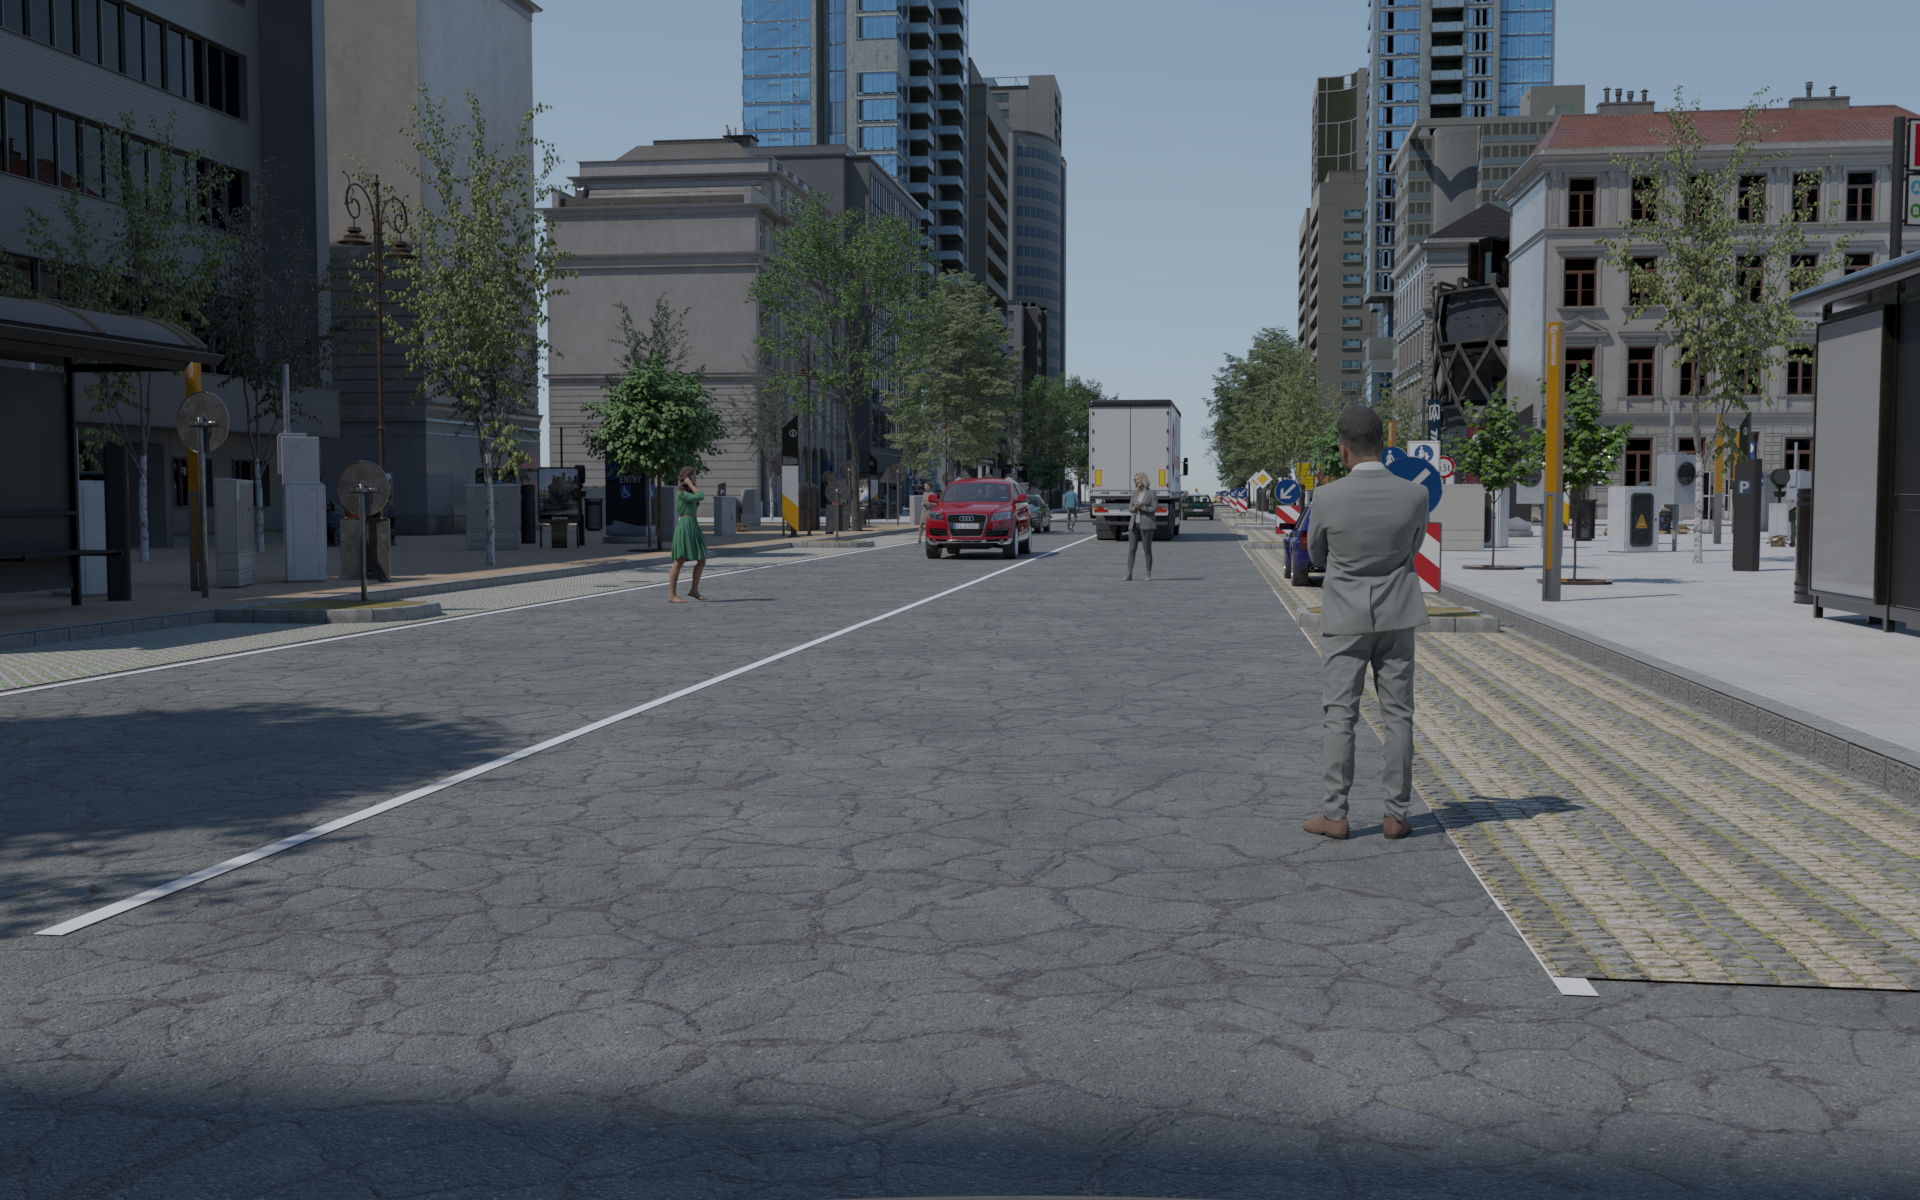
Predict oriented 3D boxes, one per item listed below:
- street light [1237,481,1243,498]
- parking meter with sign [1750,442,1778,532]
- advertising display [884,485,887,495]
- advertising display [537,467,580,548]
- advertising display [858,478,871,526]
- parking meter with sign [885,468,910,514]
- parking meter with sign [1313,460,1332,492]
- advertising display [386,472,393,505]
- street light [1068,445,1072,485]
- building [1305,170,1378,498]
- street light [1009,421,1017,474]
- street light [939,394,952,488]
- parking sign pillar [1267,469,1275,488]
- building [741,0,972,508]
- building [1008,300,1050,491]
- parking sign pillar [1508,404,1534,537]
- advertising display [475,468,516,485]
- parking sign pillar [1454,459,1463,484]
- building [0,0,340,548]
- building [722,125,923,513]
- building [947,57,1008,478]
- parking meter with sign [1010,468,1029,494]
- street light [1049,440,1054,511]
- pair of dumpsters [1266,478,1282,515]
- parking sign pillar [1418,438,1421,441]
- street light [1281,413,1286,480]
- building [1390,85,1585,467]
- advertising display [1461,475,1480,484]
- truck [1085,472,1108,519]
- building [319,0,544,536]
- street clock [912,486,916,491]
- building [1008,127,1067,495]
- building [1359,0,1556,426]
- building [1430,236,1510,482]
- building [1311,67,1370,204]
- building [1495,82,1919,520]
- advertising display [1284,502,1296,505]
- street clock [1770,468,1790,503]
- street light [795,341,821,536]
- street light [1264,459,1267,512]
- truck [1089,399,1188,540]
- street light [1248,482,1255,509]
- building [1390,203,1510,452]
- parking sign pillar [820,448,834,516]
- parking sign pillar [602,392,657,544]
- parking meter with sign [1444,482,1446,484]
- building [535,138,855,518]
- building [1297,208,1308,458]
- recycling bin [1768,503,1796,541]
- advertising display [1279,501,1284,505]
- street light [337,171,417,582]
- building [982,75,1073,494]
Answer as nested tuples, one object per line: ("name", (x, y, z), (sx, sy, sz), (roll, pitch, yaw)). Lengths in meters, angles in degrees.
("street light", (36.480, -15.566, 227.293), (0.468, 5.910, 1.993), (0, 4, 8))
("parking meter with sign", (27.491, -3.827, 58.837), (1.738, 3.016, 0.543), (-1, 4, -16))
("advertising display", (-5.197, -7.051, 120.501), (0.123, 1.923, 0.974), (0, 4, -6))
("advertising display", (-9.512, -2.193, 41.069), (0.974, 1.923, 0.123), (-1, 4, -14))
("advertising display", (-3.960, -4.010, 70.784), (0.123, 1.923, 0.974), (-3, 4, -37))
("parking meter with sign", (-4.188, -7.181, 113.673), (1.738, 3.016, 0.543), (1, 4, 17))
("parking meter with sign", (18.387, -5.481, 85.882), (1.738, 3.016, 0.543), (0, 4, 2))
("advertising display", (-16.724, -2.719, 49.664), (0.123, 1.923, 0.974), (3, 5, 42))
("street light", (9.970, -11.188, 155.716), (0.468, 5.910, 1.993), (0, 4, 8))
("building", (62.521, -38.524, 253.571), (21.300, 48.544, 21.600), (0, 4, 8))
("street light", (3.235, -8.250, 107.682), (0.468, 5.910, 1.993), (0, 4, 8))
("street light", (-0.637, -6.565, 80.119), (0.468, 5.910, 1.993), (0, 4, 8))
("parking sign pillar", (27.066, -9.937, 150.939), (1.447, 3.967, 1.447), (1, 4, 8))
("building", (-9.914, -52.477, 170.671), (22.319, 86.520, 31.000), (0, 4, 8))
("building", (5.661, -29.695, 257.219), (14.160, 30.474, 14.107), (0, 4, 8))
("parking sign pillar", (16.467, -3.879, 51.902), (1.447, 3.967, 1.447), (1, 4, 21))
("advertising display", (-11.551, -2.319, 43.130), (0.974, 1.923, 0.123), (-1, 4, -20))
("parking sign pillar", (25.479, -6.084, 87.952), (1.447, 3.967, 1.447), (-3, 5, -40))
("building", (-25.831, -13.104, 33.320), (14.314, 24.678, 30.058), (0, 4, 8))
("building", (-11.560, -20.507, 128.803), (14.314, 27.812, 24.014), (0, 4, 8))
("building", (-6.257, -35.115, 197.826), (21.300, 48.544, 21.600), (0, 4, 8))
("parking meter with sign", (4.250, -7.366, 116.688), (1.738, 3.016, 0.543), (2, 4, 34))
("street light", (7.042, -9.887, 134.447), (0.468, 5.910, 1.993), (0, 4, 8))
("pair of dumpsters", (20.263, -6.550, 109.583), (1.574, 2.255, 4.437), (0, 4, 8))
("parking sign pillar", (22.227, -5.799, 83.283), (1.447, 3.967, 1.447), (1, 4, 17))
("street light", (18.179, -7.620, 97.377), (0.468, 5.910, 1.993), (0, 4, 8))
("building", (55.667, -29.208, 169.427), (32.217, 40.220, 23.993), (0, 4, 8))
("advertising display", (16.749, -3.155, 56.806), (0.123, 1.923, 0.974), (-1, 4, -16))
("truck", (9.189, -7.065, 104.420), (2.839, 4.237, 11.283), (0, 4, 7))
("building", (-24.559, -12.812, 58.622), (18.267, 20.994, 9.793), (0, 4, 8))
("street clock", (-4.054, -9.138, 153.984), (0.358, 2.002, 0.471), (-1, 4, -19))
("building", (5.405, -44.999, 277.728), (21.231, 58.520, 28.212), (0, 4, 8))
("building", (54.842, -54.017, 195.846), (22.319, 86.520, 31.000), (0, 4, 8))
("building", (41.468, -15.512, 121.068), (16.820, 18.784, 16.811), (0, 4, 8))
("building", (68.420, -52.425, 295.392), (20.563, 71.187, 20.611), (0, 4, 8))
("building", (39.690, -15.555, 90.477), (21.152, 22.565, 11.583), (0, 4, 8))
("advertising display", (17.439, -5.270, 91.375), (0.974, 1.923, 0.123), (-2, 4, -28))
("street clock", (23.229, -2.723, 49.096), (0.471, 2.002, 0.358), (0, 4, -1))
("street light", (-4.588, -4.879, 52.563), (0.468, 5.910, 1.993), (0, 4, 8))
("street light", (21.930, -9.258, 124.150), (0.468, 5.910, 1.993), (0, 4, 8))
("truck", (5.936, -4.160, 56.926), (2.839, 4.237, 11.283), (1, 4, 9))
("street light", (25.727, -10.930, 151.492), (0.468, 5.910, 1.993), (0, 4, 8))
("building", (41.215, -18.997, 139.483), (11.050, 23.489, 19.941), (0, 4, 8))
("parking sign pillar", (-7.826, -6.956, 102.198), (1.447, 3.967, 1.447), (1, 4, 17))
("parking sign pillar", (-8.632, -3.474, 45.275), (1.447, 3.967, 1.447), (2, 4, 26))
("parking meter with sign", (30.972, -7.044, 111.429), (0.543, 3.016, 1.738), (3, 5, 43))
("building", (-15.144, -16.114, 105.260), (13.314, 21.916, 24.055), (0, 4, 8))
("building", (65.015, -39.838, 275.055), (21.300, 48.544, 21.600), (0, 4, 8))
("recycling bin", (22.883, -2.160, 47.869), (0.722, 1.027, 0.722), (-1, 4, -13))
("advertising display", (16.645, -5.190, 90.066), (0.123, 1.923, 0.974), (1, 4, 9))
("street light", (-8.423, -3.205, 25.193), (0.468, 5.910, 1.993), (0, 4, 8))
("building", (9.239, -52.793, 301.409), (20.563, 71.187, 20.611), (0, 4, 8))
